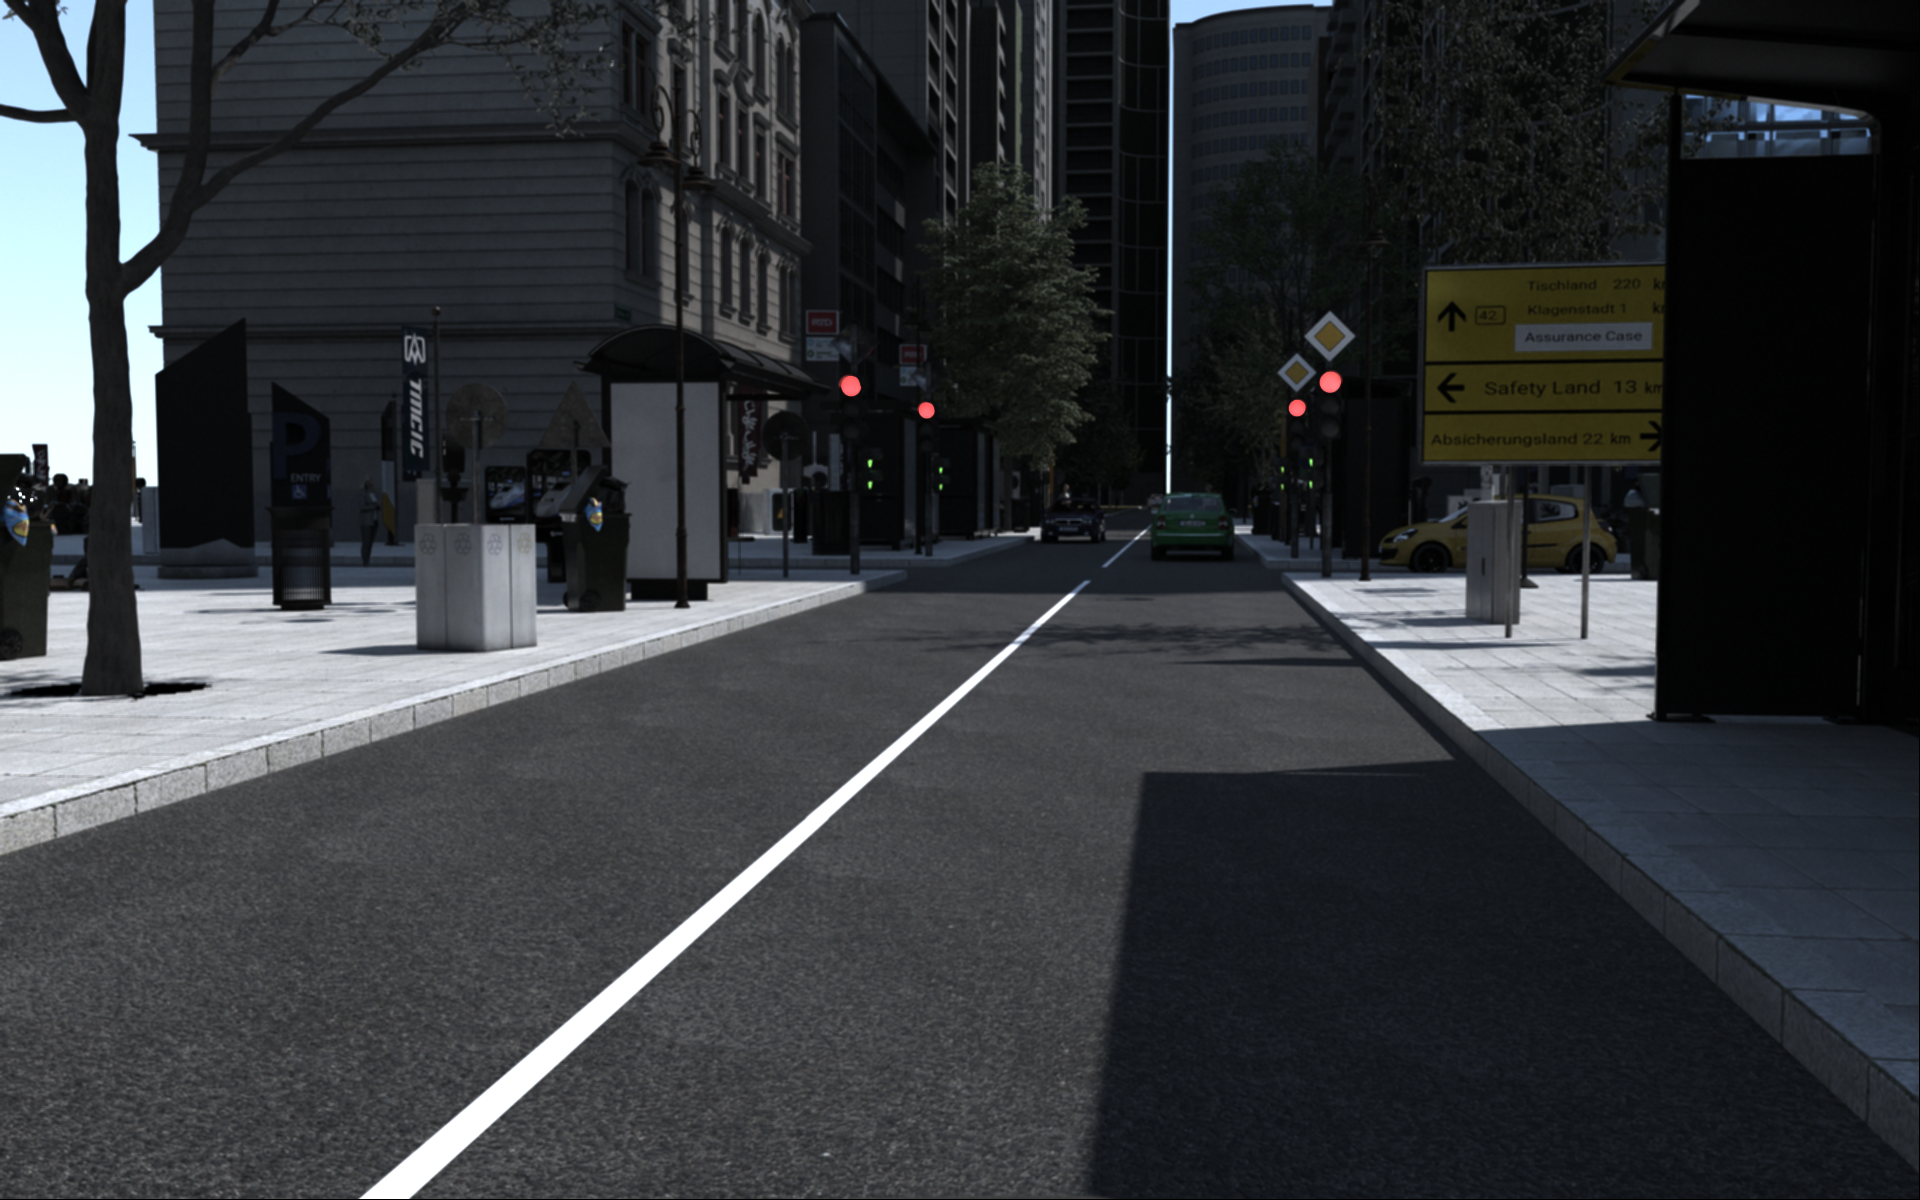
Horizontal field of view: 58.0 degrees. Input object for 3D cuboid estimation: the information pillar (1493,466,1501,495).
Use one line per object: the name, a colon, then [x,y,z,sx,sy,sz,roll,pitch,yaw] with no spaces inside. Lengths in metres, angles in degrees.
information pillar: [21.861,-4.827,70.268,0.504,3.616,0.183,0,4,7]

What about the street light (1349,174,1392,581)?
street light: [5.989,-3.220,25.437,0.468,5.910,1.993,0,4,7]

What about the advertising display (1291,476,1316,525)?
advertising display: [12.523,-3.573,63.627,0.974,1.923,0.123,-1,4,-23]

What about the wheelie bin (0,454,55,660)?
wheelie bin: [-7.585,-0.347,13.579,0.980,1.594,0.693,1,4,16]

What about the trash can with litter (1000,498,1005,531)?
trash can with litter: [0.978,-2.833,57.699,1.055,1.170,0.624,1,4,9]

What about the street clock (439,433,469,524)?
street clock: [-5.993,-0.977,20.537,0.358,2.002,0.471,-1,4,-21]

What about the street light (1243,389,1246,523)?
street light: [12.498,-6.308,75.921,0.468,5.910,1.993,0,4,7]

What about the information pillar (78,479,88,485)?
information pillar: [-41.477,-4.740,81.993,0.304,2.012,0.304,1,4,9]

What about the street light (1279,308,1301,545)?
street light: [8.202,-4.305,43.180,0.468,5.910,1.993,0,4,7]

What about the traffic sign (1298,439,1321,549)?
traffic sign: [8.190,-2.456,40.269,0.768,2.556,0.104,1,4,12]

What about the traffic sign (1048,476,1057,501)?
traffic sign: [5.216,-5.817,95.207,0.768,2.556,0.104,1,4,17]

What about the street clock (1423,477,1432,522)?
street clock: [19.277,-4.111,71.784,0.471,2.002,0.358,0,4,0]

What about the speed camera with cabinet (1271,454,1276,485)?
speed camera with cabinet: [15.041,-5.339,81.633,0.660,3.252,2.038,0,4,7]

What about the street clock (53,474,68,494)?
street clock: [-31.737,-3.461,61.157,0.471,2.002,0.358,1,4,15]

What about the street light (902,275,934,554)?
street light: [-0.883,-3.910,36.717,0.468,5.910,1.993,0,4,7]

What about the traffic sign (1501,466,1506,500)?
traffic sign: [6.994,-1.235,22.317,0.606,2.300,0.079,1,4,12]

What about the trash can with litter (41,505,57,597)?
trash can with litter: [-11.664,-0.600,21.193,1.055,1.170,0.624,-3,4,-36]

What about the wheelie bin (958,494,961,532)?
wheelie bin: [0.327,-3.129,59.068,0.980,1.594,0.693,-3,5,-41]

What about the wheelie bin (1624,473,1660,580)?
wheelie bin: [10.419,-1.106,25.999,0.980,1.594,0.693,0,4,-7]

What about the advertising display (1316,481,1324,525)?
advertising display: [15.166,-4.099,72.232,0.123,1.923,0.974,-3,5,-40]

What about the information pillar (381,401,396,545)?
information pillar: [-14.302,-3.179,43.331,0.183,3.616,0.504,0,4,8]

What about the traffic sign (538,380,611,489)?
traffic sign: [-4.420,-1.213,19.840,0.884,2.594,0.081,1,4,11]

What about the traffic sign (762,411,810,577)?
traffic sign: [-2.686,-1.622,26.620,0.768,2.556,0.104,1,4,12]

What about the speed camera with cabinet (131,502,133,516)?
speed camera with cabinet: [-49.244,-6.667,103.349,0.660,3.252,2.038,-3,4,-39]

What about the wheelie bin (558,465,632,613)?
wheelie bin: [-4.003,-0.682,19.052,0.693,1.594,0.980,-2,4,-30]

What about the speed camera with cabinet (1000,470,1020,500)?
speed camera with cabinet: [1.290,-4.411,66.455,2.038,3.252,0.660,-2,4,-28]

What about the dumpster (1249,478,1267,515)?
dumpster: [18.105,-6.185,103.624,1.502,2.255,1.985,0,4,7]

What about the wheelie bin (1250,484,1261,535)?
wheelie bin: [9.587,-2.851,54.525,0.693,1.594,0.980,2,4,33]

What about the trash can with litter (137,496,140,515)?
trash can with litter: [-52.801,-6.102,111.157,0.624,1.170,1.055,1,4,13]

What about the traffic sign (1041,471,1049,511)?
traffic sign: [4.854,-5.857,95.761,0.884,2.594,0.081,1,4,9]

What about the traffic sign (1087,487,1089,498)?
traffic sign: [7.018,-5.802,94.972,0.768,2.556,0.104,1,4,14]

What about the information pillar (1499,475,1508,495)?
information pillar: [20.569,-3.728,65.450,0.304,2.012,0.304,3,5,45]

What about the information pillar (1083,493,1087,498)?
information pillar: [8.019,-6.478,110.412,0.304,2.012,0.304,-2,4,-30]

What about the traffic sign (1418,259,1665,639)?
traffic sign: [5.217,-1.311,15.304,2.265,3.308,0.079,1,4,11]

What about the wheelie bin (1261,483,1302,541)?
wheelie bin: [8.993,-2.440,47.807,0.980,1.594,0.693,3,4,37]

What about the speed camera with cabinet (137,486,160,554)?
speed camera with cabinet: [-16.698,-2.652,37.703,0.660,3.252,2.038,3,4,39]

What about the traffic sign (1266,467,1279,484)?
traffic sign: [14.115,-4.757,77.883,0.768,2.556,0.104,1,4,17]

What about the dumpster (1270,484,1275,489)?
dumpster: [13.568,-4.080,72.463,1.264,1.857,1.865,0,4,7]

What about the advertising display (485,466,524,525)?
advertising display: [-10.446,-2.118,39.851,0.974,1.923,0.123,-3,5,-41]

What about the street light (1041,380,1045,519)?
street light: [3.371,-5.939,69.891,0.468,5.910,1.993,0,4,7]

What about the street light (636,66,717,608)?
street light: [-3.130,-2.847,19.338,0.468,5.910,1.993,0,4,7]

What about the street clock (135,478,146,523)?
street clock: [-36.199,-4.404,76.571,0.358,2.002,0.471,0,4,6]

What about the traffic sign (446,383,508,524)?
traffic sign: [-5.536,-1.206,19.832,0.768,2.556,0.104,1,4,11]

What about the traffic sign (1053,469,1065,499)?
traffic sign: [5.012,-5.423,88.770,0.768,2.556,0.104,1,4,12]

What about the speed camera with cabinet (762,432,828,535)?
speed camera with cabinet: [-5.155,-3.675,54.424,2.038,3.252,0.660,-2,4,-25]
